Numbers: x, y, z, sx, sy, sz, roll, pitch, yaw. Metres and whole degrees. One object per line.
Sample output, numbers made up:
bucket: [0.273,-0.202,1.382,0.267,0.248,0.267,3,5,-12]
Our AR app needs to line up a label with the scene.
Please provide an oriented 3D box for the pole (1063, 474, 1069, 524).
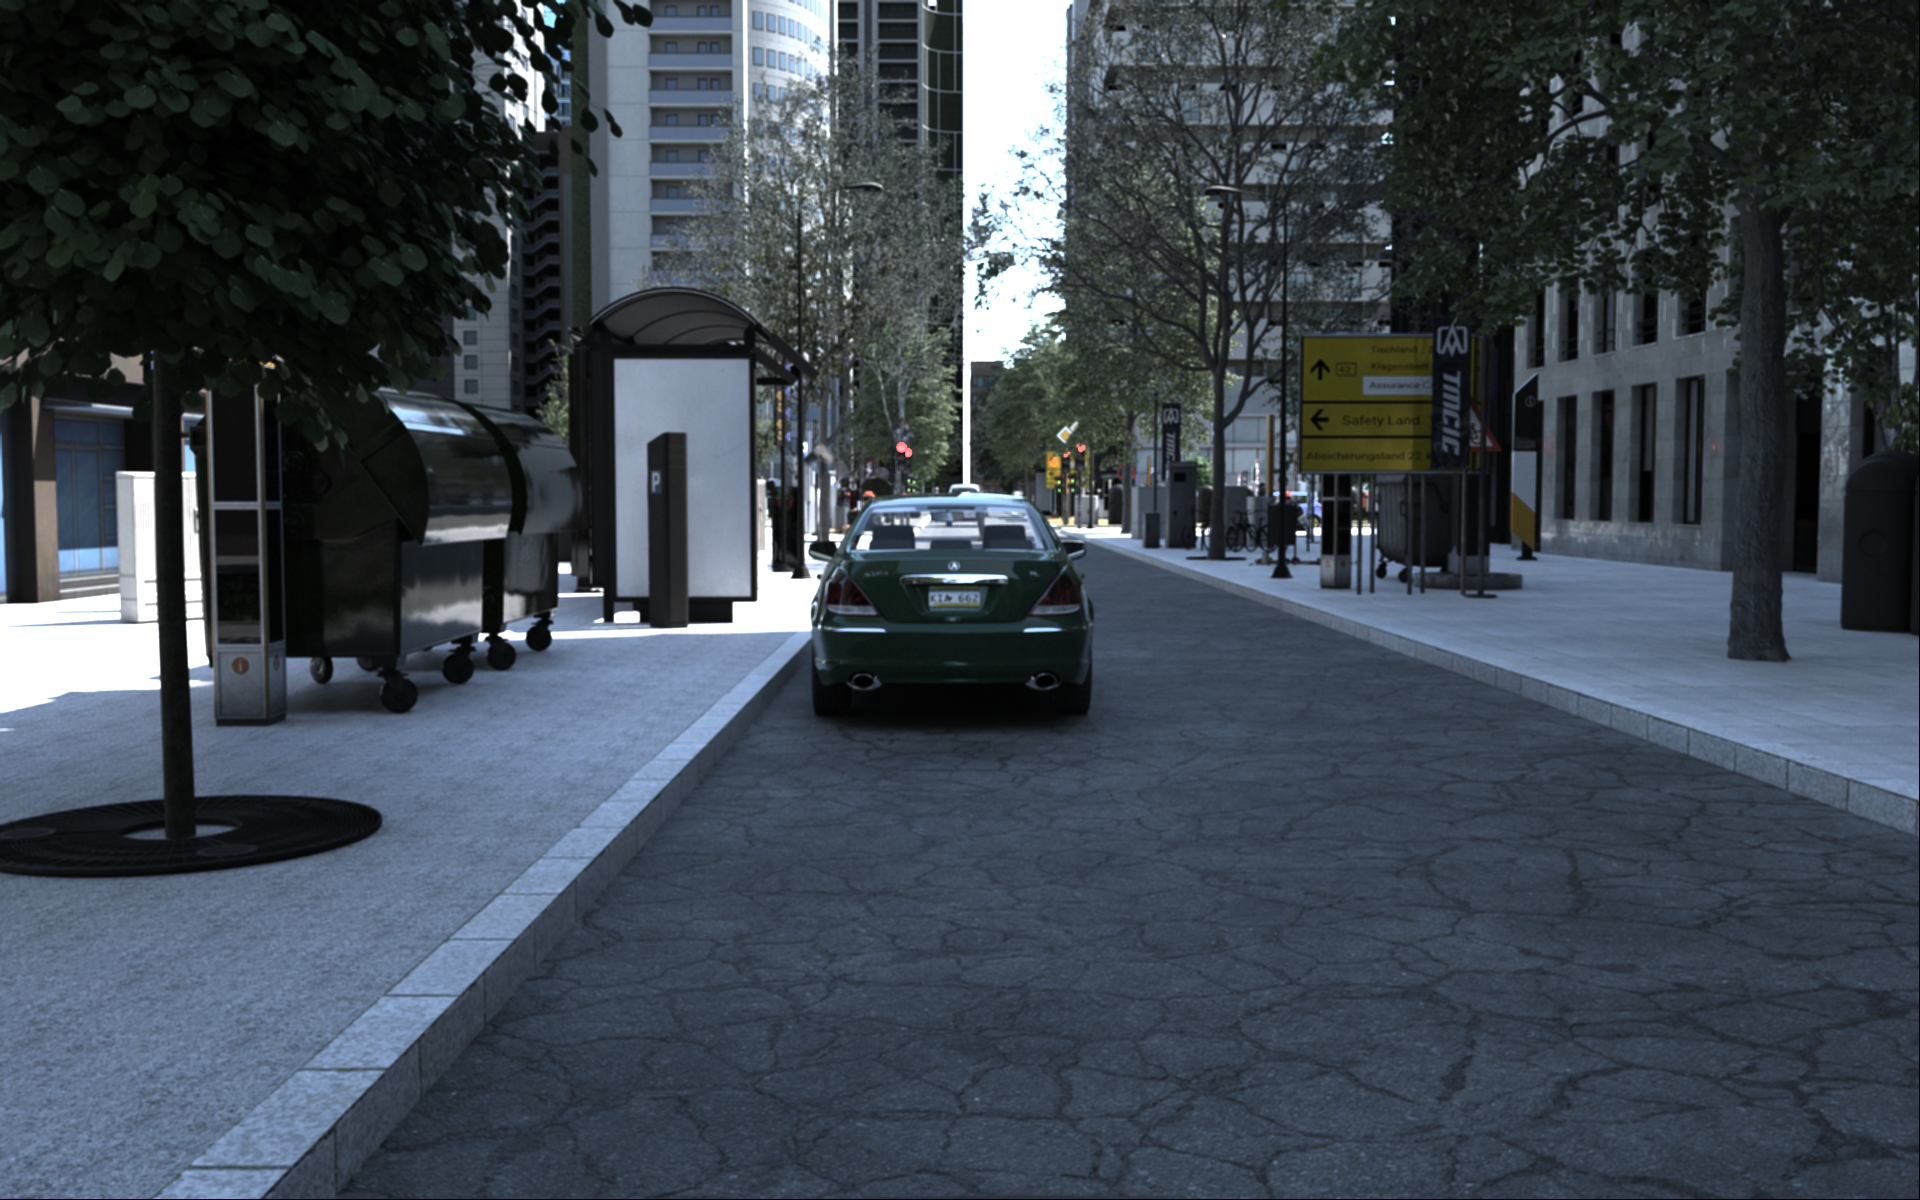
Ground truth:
pole: [4.507,-4.876,73.562,0.158,3.312,0.155,0,3,0]

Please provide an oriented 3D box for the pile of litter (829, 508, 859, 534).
pile of litter: [-3.640,-2.541,55.514,1.176,0.858,1.719,0,4,-7]

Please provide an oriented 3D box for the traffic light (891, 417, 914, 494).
traffic light: [-2.102,-4.550,63.310,0.839,4.253,0.868,0,4,0]

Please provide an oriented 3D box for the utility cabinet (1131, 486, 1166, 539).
utility cabinet: [5.382,-2.475,49.138,1.173,1.500,0.318,-3,4,-37]

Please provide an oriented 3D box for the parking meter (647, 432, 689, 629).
parking meter: [-2.805,-0.667,16.620,0.255,1.863,0.399,-3,4,-37]

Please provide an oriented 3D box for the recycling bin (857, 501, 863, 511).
recycling bin: [-3.325,-3.140,63.886,0.722,1.027,0.722,-2,4,-29]

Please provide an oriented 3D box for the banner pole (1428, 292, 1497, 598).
banner pole: [6.246,-1.923,21.466,0.863,3.779,0.401,1,4,9]

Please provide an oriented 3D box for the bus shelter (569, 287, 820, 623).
bus shelter: [-2.814,-1.578,19.720,2.014,3.302,5.546,0,4,0]

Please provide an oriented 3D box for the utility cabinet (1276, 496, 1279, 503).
utility cabinet: [9.620,-2.619,53.979,0.306,1.237,1.020,3,5,42]

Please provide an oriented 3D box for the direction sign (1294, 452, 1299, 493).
direction sign: [18.066,-6.184,93.113,0.379,3.537,0.876,2,4,25]

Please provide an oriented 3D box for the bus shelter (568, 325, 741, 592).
bus shelter: [-4.276,-2.103,25.660,1.731,3.624,6.357,0,4,0]

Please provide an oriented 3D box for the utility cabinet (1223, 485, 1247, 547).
utility cabinet: [6.598,-2.039,42.015,0.318,1.500,1.173,2,4,33]

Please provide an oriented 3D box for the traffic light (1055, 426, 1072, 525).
traffic light: [4.326,-5.041,71.337,0.839,4.253,0.868,0,4,0]

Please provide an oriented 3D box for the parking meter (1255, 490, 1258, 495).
parking meter: [19.314,-6.369,112.552,0.372,1.533,0.369,0,3,0]

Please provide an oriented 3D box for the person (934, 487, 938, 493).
person: [-1.110,-4.715,86.081,0.782,1.767,0.515,-1,4,-9]

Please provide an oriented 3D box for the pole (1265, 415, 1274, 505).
pole: [7.990,-3.110,44.695,0.158,3.312,0.155,0,3,0]

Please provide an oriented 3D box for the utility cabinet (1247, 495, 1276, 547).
utility cabinet: [7.312,-1.906,42.324,0.306,1.237,1.020,-1,4,-12]

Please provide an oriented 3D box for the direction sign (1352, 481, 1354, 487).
direction sign: [30.256,-8.643,133.304,0.379,3.537,0.876,-1,4,-19]

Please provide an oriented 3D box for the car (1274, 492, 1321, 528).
car: [12.592,-3.629,68.926,3.694,1.707,1.945,0,3,0]

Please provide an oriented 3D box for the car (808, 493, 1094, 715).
car: [-0.085,-0.054,12.679,2.131,1.459,4.920,0,4,-1]

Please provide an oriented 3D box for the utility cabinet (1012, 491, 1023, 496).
utility cabinet: [4.780,-8.296,144.316,0.318,1.500,1.173,2,4,34]

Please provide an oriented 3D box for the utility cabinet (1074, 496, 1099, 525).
utility cabinet: [5.291,-3.756,72.578,1.020,1.237,0.306,2,4,35]

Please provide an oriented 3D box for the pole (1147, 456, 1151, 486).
pole: [10.143,-6.066,93.029,0.158,3.312,0.155,0,3,0]

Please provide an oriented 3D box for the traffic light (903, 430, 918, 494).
traffic light: [-2.135,-5.038,71.295,0.839,4.253,0.868,0,4,0]

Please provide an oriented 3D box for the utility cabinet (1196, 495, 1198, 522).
utility cabinet: [10.588,-4.135,78.769,0.306,1.237,1.020,-1,4,-10]

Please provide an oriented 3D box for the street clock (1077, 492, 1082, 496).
street clock: [5.684,-4.738,82.038,0.358,2.002,0.471,0,4,0]

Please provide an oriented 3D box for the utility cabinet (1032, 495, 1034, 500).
utility cabinet: [6.512,-8.147,144.365,1.020,1.237,0.306,-2,4,-31]

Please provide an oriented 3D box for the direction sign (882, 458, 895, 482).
direction sign: [-4.552,-7.226,110.148,0.876,3.537,0.379,1,4,17]

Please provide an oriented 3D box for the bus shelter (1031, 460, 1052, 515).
bus shelter: [5.295,-6.628,102.296,2.014,3.302,5.546,0,4,0]

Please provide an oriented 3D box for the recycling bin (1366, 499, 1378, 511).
recycling bin: [23.205,-5.177,97.203,0.722,1.027,0.722,0,4,5]

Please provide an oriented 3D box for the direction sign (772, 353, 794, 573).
direction sign: [-2.900,-2.226,28.393,0.379,3.537,0.876,1,4,10]

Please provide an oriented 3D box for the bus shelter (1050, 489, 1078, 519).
bus shelter: [5.887,-7.156,94.628,2.179,5.291,8.768,0,3,0]

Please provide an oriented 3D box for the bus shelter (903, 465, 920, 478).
bus shelter: [-4.023,-8.901,136.814,1.731,3.624,6.357,0,4,0]

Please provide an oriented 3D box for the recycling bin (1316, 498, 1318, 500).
recycling bin: [22.674,-6.049,111.454,0.722,1.027,0.722,2,4,26]

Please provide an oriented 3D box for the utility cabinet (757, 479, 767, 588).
utility cabinet: [-2.843,-0.894,23.293,0.318,1.500,1.173,0,4,4]

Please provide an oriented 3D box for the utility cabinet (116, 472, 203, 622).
utility cabinet: [-7.892,-0.543,17.556,0.318,1.500,1.173,2,4,32]

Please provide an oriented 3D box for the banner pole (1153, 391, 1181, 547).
banner pole: [4.969,-3.185,42.093,0.863,3.779,0.401,2,4,23]

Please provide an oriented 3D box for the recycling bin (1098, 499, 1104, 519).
recycling bin: [7.313,-4.712,89.599,0.722,1.027,0.722,2,4,31]

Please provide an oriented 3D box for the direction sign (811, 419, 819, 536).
direction sign: [-4.373,-3.717,52.767,0.379,3.537,0.876,0,4,2]

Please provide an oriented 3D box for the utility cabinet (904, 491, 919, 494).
utility cabinet: [-3.530,-7.063,124.161,1.173,1.500,0.318,0,4,1]

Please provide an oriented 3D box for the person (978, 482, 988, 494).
person: [0.579,-2.684,52.664,0.520,1.790,0.573,3,4,37]

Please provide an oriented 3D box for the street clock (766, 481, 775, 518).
street clock: [-10.125,-5.380,92.533,0.358,2.002,0.471,3,4,37]

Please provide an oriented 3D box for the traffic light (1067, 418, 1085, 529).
traffic light: [4.359,-4.552,63.352,0.839,4.253,0.868,0,4,0]

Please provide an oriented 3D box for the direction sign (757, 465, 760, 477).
direction sign: [-13.522,-7.552,115.470,0.379,3.537,0.876,1,4,20]

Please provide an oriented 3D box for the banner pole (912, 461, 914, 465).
banner pole: [-3.488,-8.466,128.432,0.401,3.779,0.863,1,4,17]

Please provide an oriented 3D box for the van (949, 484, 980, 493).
van: [0.210,-4.283,77.040,2.013,2.044,4.112,0,4,0]

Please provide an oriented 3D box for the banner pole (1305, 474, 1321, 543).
banner pole: [9.468,-3.381,45.293,0.863,3.779,0.401,0,4,-4]

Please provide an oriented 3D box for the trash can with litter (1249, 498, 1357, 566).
trash can with litter: [6.292,-1.260,31.657,2.233,1.210,1.678,0,4,-1]
